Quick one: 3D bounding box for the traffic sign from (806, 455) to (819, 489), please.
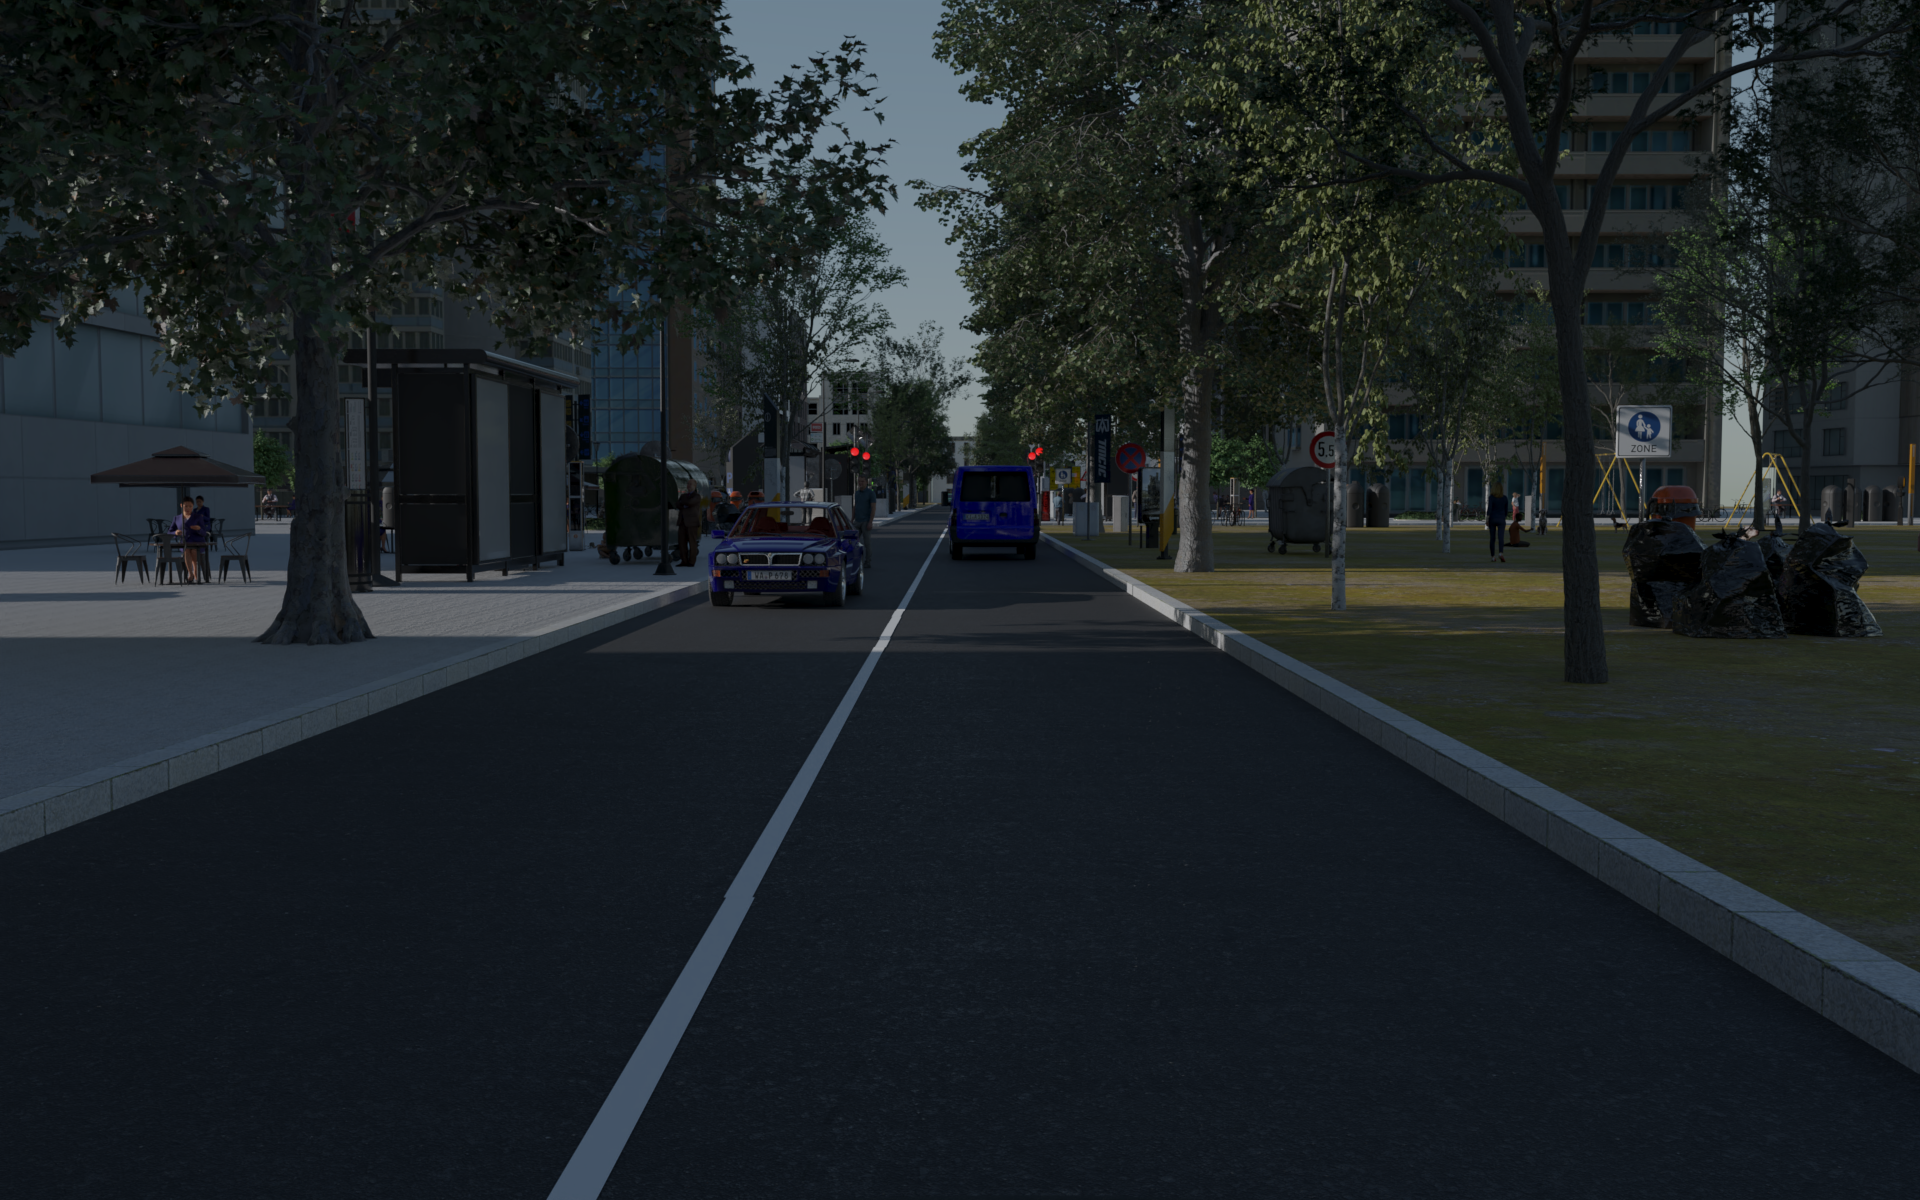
[{"bbox_3d":[-8.144,-5.698,87.028,2.265,3.308,0.079,0,4,2],"label":"traffic sign"}]

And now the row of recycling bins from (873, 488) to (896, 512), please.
[{"bbox_3d":[-7.074,-8.264,142.233,3.534,1.692,1.069,-1,4,-20],"label":"row of recycling bins"}]

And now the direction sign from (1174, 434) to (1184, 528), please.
[{"bbox_3d":[8.190,-4.495,65.494,0.876,3.537,0.379,-2,4,-25],"label":"direction sign"}]

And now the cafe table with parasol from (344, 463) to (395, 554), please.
[{"bbox_3d":[-12.273,-2.002,37.604,2.610,1.966,2.610,0,4,4],"label":"cafe table with parasol"}]

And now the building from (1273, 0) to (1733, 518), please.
[{"bbox_3d":[29.741,-29.181,100.817,21.600,48.544,21.300,0,4,0],"label":"building"}]

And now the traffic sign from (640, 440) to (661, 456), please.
[{"bbox_3d":[-7.222,-2.506,41.079,0.768,2.556,0.104,0,4,1],"label":"traffic sign"}]

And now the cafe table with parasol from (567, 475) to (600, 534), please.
[{"bbox_3d":[-12.954,-3.138,56.174,2.610,1.966,2.610,-1,4,-21],"label":"cafe table with parasol"}]

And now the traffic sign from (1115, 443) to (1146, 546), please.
[{"bbox_3d":[4.243,-2.630,43.114,0.768,2.556,0.104,0,4,2],"label":"traffic sign"}]

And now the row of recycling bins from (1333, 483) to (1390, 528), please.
[{"bbox_3d":[14.721,-3.641,66.642,3.534,1.692,1.069,0,4,4],"label":"row of recycling bins"}]

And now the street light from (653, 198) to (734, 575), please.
[{"bbox_3d":[-4.142,-3.349,27.290,1.470,5.913,1.316,0,4,0],"label":"street light"}]

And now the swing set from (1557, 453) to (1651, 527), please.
[{"bbox_3d":[24.986,-4.248,67.078,2.862,2.851,3.119,0,4,1],"label":"swing set"}]

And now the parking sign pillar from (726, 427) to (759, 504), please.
[{"bbox_3d":[-8.569,-4.880,68.262,1.447,3.967,1.447,3,5,45],"label":"parking sign pillar"}]

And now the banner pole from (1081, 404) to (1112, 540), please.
[{"bbox_3d":[3.781,-3.538,47.860,0.863,3.779,0.401,1,4,19],"label":"banner pole"}]

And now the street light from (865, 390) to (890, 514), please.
[{"bbox_3d":[-4.006,-6.433,77.723,1.470,5.913,1.316,0,4,0],"label":"street light"}]

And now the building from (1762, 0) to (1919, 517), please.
[{"bbox_3d":[55.571,-25.309,97.398,14.086,41.232,14.154,0,4,0],"label":"building"}]

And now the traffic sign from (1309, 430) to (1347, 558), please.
[{"bbox_3d":[7.393,-2.122,34.808,0.768,2.556,0.104,1,4,10],"label":"traffic sign"}]

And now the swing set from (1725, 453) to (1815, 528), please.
[{"bbox_3d":[31.234,-4.222,66.656,2.862,2.851,3.119,2,4,33],"label":"swing set"}]

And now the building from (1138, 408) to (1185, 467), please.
[{"bbox_3d":[23.017,-13.874,168.994,9.099,9.664,28.070,0,4,0],"label":"building"}]

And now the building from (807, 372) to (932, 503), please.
[{"bbox_3d":[-20.020,-23.975,258.444,31.486,18.905,16.747,0,4,0],"label":"building"}]

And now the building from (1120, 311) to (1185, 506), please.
[{"bbox_3d":[32.063,-21.708,198.898,27.936,21.610,32.646,0,4,0],"label":"building"}]

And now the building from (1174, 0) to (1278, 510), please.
[{"bbox_3d":[28.956,-42.997,141.245,20.563,71.187,20.611,0,4,0],"label":"building"}]

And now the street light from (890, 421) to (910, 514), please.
[{"bbox_3d":[-3.856,-8.418,110.173,1.470,5.913,1.316,0,4,0],"label":"street light"}]

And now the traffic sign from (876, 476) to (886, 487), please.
[{"bbox_3d":[-5.501,-7.356,120.379,0.768,2.556,0.104,0,4,6],"label":"traffic sign"}]

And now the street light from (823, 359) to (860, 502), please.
[{"bbox_3d":[-4.139,-5.322,59.559,1.470,5.913,1.316,0,4,0],"label":"street light"}]

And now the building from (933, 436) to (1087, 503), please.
[{"bbox_3d":[9.917,-19.192,255.935,28.070,9.664,9.099,0,4,0],"label":"building"}]

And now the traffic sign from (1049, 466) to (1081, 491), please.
[{"bbox_3d":[7.567,-8.001,124.690,2.265,3.308,0.079,0,4,4],"label":"traffic sign"}]

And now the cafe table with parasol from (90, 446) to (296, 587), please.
[{"bbox_3d":[-11.055,-1.209,24.639,2.610,1.966,2.610,-3,5,-45],"label":"cafe table with parasol"}]

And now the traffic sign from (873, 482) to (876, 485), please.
[{"bbox_3d":[-7.101,-8.419,139.785,0.606,2.300,0.079,0,4,4],"label":"traffic sign"}]

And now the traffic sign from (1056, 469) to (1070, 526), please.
[{"bbox_3d":[4.173,-4.160,70.149,0.606,2.300,0.079,0,4,5],"label":"traffic sign"}]

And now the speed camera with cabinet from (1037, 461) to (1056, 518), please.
[{"bbox_3d":[4.758,-6.006,92.534,0.660,3.252,2.038,3,5,39],"label":"speed camera with cabinet"}]

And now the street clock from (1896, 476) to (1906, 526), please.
[{"bbox_3d":[38.225,-4.024,70.365,0.358,2.002,0.471,3,4,37],"label":"street clock"}]

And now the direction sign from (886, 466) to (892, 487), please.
[{"bbox_3d":[-5.712,-8.999,139.132,0.379,3.537,0.876,-2,4,-31],"label":"direction sign"}]

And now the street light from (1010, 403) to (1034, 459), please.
[{"bbox_3d":[3.164,-7.069,88.111,1.470,5.913,1.316,0,4,0],"label":"street light"}]

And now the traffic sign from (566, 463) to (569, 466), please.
[{"bbox_3d":[-8.617,-2.246,36.826,0.768,2.556,0.104,0,4,6],"label":"traffic sign"}]

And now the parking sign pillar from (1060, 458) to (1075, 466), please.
[{"bbox_3d":[7.988,-8.665,130.137,1.447,3.967,1.447,-1,4,-14],"label":"parking sign pillar"}]

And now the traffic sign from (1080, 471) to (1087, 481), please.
[{"bbox_3d":[5.303,-4.295,70.219,0.884,2.594,0.081,1,4,9],"label":"traffic sign"}]

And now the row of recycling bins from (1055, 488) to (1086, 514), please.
[{"bbox_3d":[7.094,-6.447,112.515,1.069,1.692,3.534,-1,4,-22],"label":"row of recycling bins"}]

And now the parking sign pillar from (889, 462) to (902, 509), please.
[{"bbox_3d":[-5.553,-9.582,145.132,1.447,3.967,1.447,-2,4,-24],"label":"parking sign pillar"}]

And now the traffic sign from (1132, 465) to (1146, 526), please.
[{"bbox_3d":[7.152,-4.248,69.568,0.768,2.556,0.104,0,4,8],"label":"traffic sign"}]

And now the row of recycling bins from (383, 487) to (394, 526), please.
[{"bbox_3d":[-20.902,-3.640,66.631,3.534,1.692,1.069,2,4,33],"label":"row of recycling bins"}]

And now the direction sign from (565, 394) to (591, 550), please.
[{"bbox_3d":[-8.756,-2.908,39.541,0.876,3.537,0.379,2,4,31],"label":"direction sign"}]

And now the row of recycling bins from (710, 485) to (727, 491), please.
[{"bbox_3d":[-11.352,-4.433,79.597,1.069,1.692,3.534,0,4,8],"label":"row of recycling bins"}]

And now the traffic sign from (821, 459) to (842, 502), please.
[{"bbox_3d":[-4.668,-3.831,62.745,0.768,2.556,0.104,0,4,2],"label":"traffic sign"}]

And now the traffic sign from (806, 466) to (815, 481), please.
[{"bbox_3d":[-7.168,-4.951,80.681,0.795,2.593,0.064,0,4,1],"label":"traffic sign"}]

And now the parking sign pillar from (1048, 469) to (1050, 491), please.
[{"bbox_3d":[7.485,-9.129,137.727,1.447,3.967,1.447,0,4,5],"label":"parking sign pillar"}]

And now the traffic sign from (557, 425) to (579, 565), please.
[{"bbox_3d":[-7.207,-1.893,31.057,0.768,2.556,0.104,0,4,3],"label":"traffic sign"}]

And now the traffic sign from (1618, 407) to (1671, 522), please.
[{"bbox_3d":[7.896,-1.097,20.063,0.606,2.300,0.079,0,4,8],"label":"traffic sign"}]

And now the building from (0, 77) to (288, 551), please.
[{"bbox_3d":[-34.003,-27.616,40.765,27.495,52.752,28.713,0,4,0],"label":"building"}]

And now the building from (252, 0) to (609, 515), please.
[{"bbox_3d":[-38.011,-25.847,114.476,32.217,40.220,23.993,0,4,0],"label":"building"}]

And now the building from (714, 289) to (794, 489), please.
[{"bbox_3d":[-32.114,-19.913,169.549,27.936,21.610,32.646,0,4,0],"label":"building"}]

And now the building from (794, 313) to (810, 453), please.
[{"bbox_3d":[-34.678,-21.880,201.717,32.646,21.610,27.936,0,4,0],"label":"building"}]

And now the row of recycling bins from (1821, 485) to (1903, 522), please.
[{"bbox_3d":[41.933,-4.486,80.452,3.534,1.692,1.069,0,4,5],"label":"row of recycling bins"}]

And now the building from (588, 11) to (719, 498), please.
[{"bbox_3d":[-27.767,-30.044,141.331,14.600,45.320,14.200,0,4,0],"label":"building"}]
